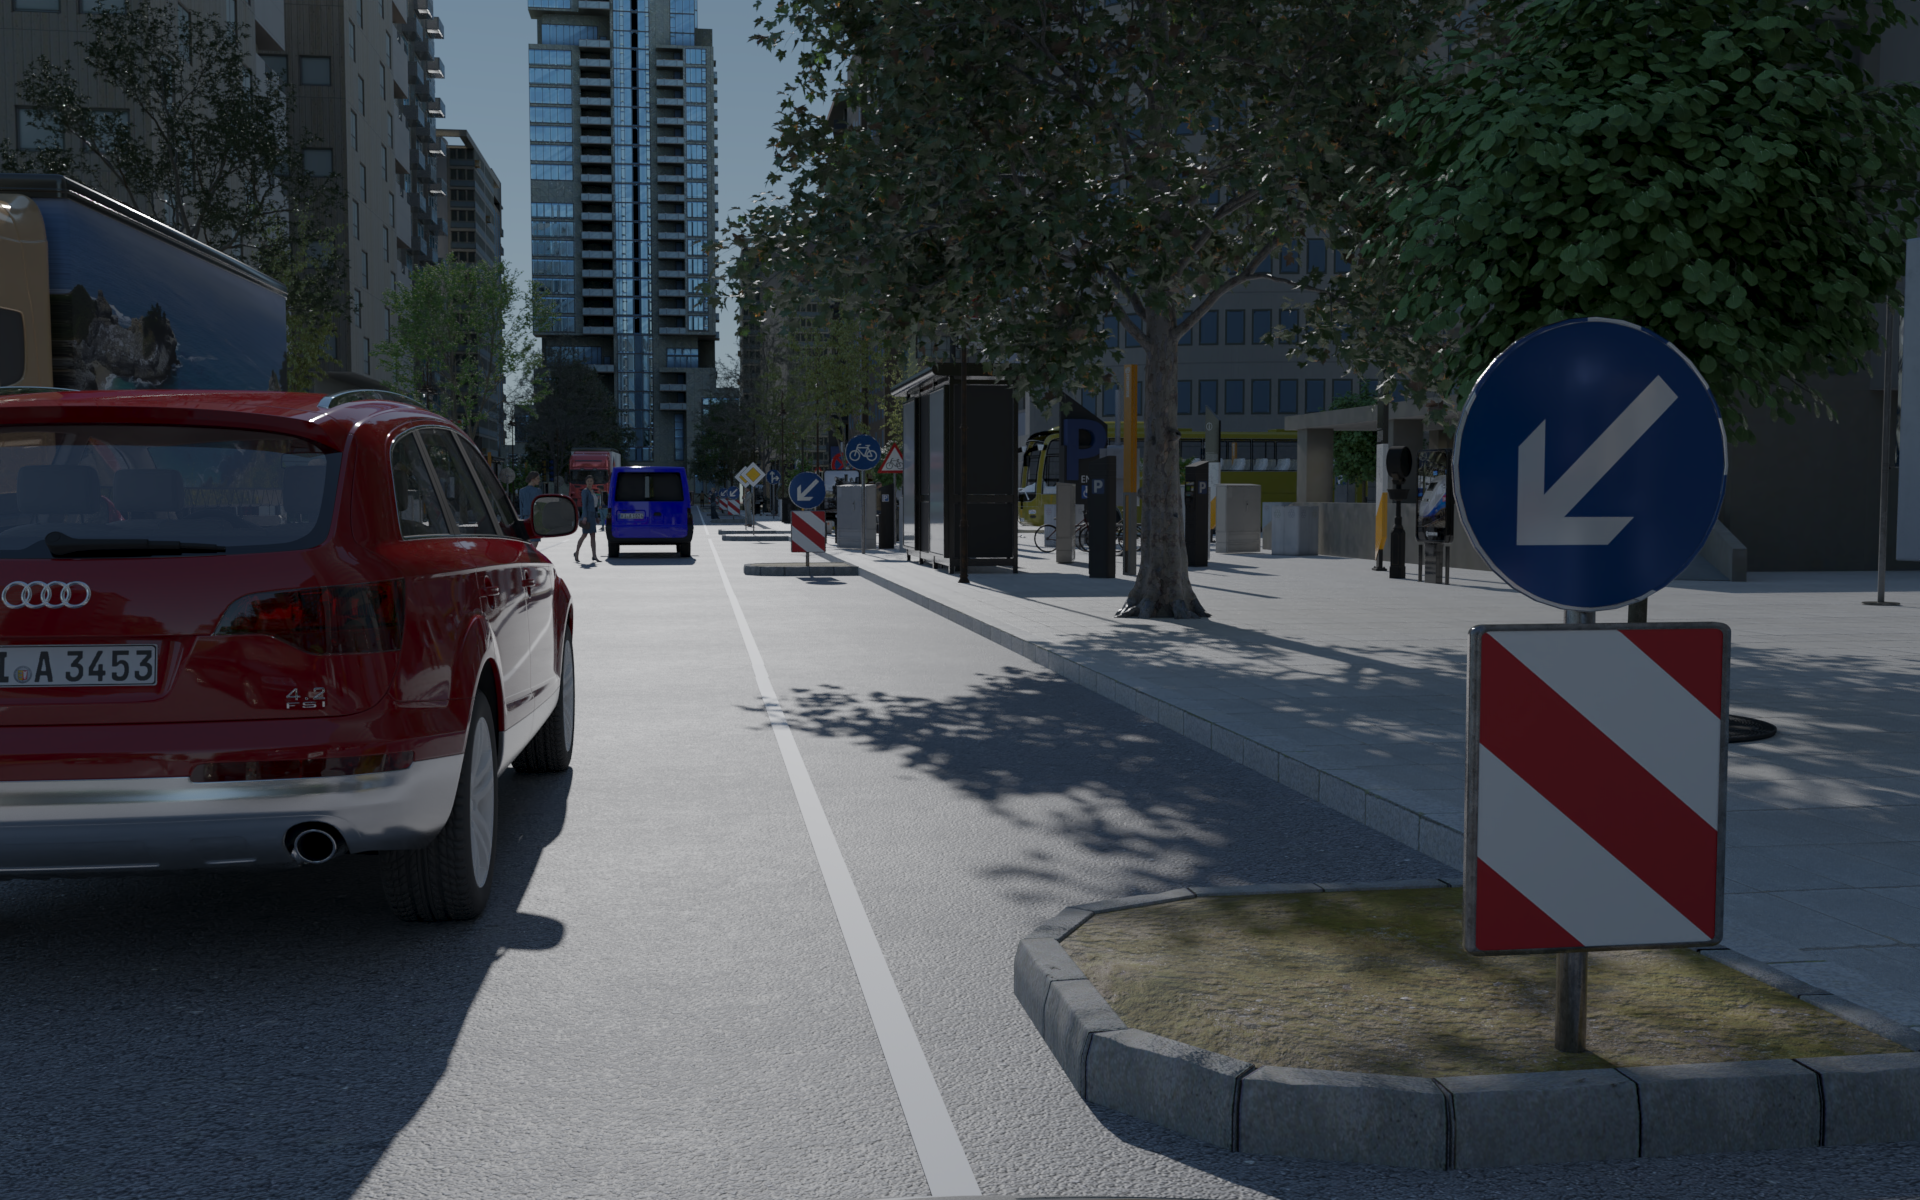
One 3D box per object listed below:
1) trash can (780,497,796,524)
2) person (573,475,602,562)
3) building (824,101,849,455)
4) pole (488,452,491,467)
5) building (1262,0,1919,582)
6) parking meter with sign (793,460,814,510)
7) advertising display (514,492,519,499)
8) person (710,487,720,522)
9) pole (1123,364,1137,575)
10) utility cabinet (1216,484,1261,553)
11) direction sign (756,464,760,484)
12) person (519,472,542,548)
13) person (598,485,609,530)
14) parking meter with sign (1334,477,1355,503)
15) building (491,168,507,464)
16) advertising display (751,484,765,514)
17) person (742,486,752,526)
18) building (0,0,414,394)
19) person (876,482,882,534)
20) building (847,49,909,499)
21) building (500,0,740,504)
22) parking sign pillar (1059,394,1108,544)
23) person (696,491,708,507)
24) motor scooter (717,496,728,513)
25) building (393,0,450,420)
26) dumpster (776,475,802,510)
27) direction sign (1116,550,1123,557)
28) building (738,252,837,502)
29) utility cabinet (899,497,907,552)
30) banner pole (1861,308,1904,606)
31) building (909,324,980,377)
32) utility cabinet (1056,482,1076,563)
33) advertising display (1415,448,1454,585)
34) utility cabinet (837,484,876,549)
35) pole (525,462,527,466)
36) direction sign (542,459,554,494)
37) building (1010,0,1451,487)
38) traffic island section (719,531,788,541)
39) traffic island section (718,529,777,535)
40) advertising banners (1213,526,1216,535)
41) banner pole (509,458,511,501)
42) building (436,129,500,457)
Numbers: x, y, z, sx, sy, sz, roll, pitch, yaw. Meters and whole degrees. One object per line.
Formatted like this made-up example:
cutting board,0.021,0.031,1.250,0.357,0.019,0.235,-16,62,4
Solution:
trash can,-7.458,-3.905,75.508,0.748,1.137,0.748,0,3,0
person,-7.832,-1.708,36.444,0.654,1.822,0.581,2,4,32
building,-3.345,-32.687,189.058,22.147,44.769,28.867,-1,4,-9
pole,-22.843,-5.524,84.156,0.158,3.312,0.155,0,3,0
building,23.990,-20.959,34.554,32.217,40.220,23.993,-1,4,-9
parking meter with sign,-7.395,-5.441,85.223,1.738,3.016,0.543,3,5,40
advertising display,-28.737,-6.596,113.054,0.123,1.923,0.974,2,4,28
person,-12.781,-4.964,90.087,0.534,1.772,0.576,-2,4,-35
pole,2.687,-2.049,27.345,0.158,3.312,0.155,0,3,0
utility cabinet,6.023,-1.757,37.403,1.173,1.500,0.318,-3,5,-42
direction sign,-15.241,-8.387,129.119,0.876,3.537,0.379,3,4,38
person,-7.439,-1.314,30.010,0.581,1.822,0.654,3,4,38
person,-14.211,-3.682,69.052,0.721,1.781,0.623,-3,5,-44
parking meter with sign,11.370,-3.364,51.261,0.543,3.016,1.738,2,4,33
building,-68.517,-35.506,230.641,14.200,45.320,14.600,-1,4,-9
advertising display,-12.944,-6.458,110.798,0.974,1.923,0.123,2,4,27
person,-9.483,-4.175,76.938,0.466,1.800,0.511,-2,4,-32
building,-51.879,-32.098,114.044,28.713,52.752,27.495,-1,4,-9
person,-2.722,-3.009,57.601,0.656,1.842,0.836,0,4,0
building,-3.273,-31.601,166.783,14.600,45.320,14.200,-1,4,-9
building,-46.316,-56.537,237.043,31.000,86.520,22.319,-1,4,-9
parking sign pillar,3.256,-3.463,45.092,1.447,3.967,1.447,-1,4,-16
person,-27.533,-10.782,184.876,1.348,1.812,0.705,-1,4,-14
motor scooter,-17.652,-7.099,128.839,0.815,1.314,1.986,0,4,-7
building,-55.795,-32.197,146.026,23.786,49.044,30.456,-1,4,-9
dumpster,-8.457,-5.175,87.111,1.502,2.255,1.985,-1,4,-9
direction sign,3.394,-2.663,35.532,0.379,3.537,0.876,0,4,4
building,-19.555,-33.979,247.438,23.993,40.220,32.217,-1,4,-9
utility cabinet,-0.926,-1.683,38.676,0.306,1.237,1.020,3,4,38
banner pole,10.873,-1.837,20.045,0.863,3.779,0.401,-2,4,-26
building,2.861,-27.361,130.947,14.154,41.232,14.086,-1,4,-9
utility cabinet,1.999,-1.456,32.492,0.318,1.500,1.173,0,4,7
advertising display,6.808,-1.201,24.848,0.123,1.923,0.974,-1,4,-11
utility cabinet,-2.406,-1.922,40.107,0.318,1.500,1.173,-3,4,-38
pole,-27.975,-7.212,111.752,0.158,3.312,0.155,0,3,0
direction sign,-26.497,-7.302,111.390,0.876,3.537,0.379,1,4,19
building,16.319,-33.139,83.825,28.212,58.520,21.231,-1,4,-9
traffic island section,-6.414,-1.942,54.030,2.009,0.180,2.903,-1,4,-9
traffic island section,-7.632,-2.425,61.922,2.009,0.180,2.903,-1,4,-9
advertising banners,7.311,-3.608,55.183,2.074,3.025,0.090,2,4,24
banner pole,-30.721,-7.876,118.782,0.401,3.779,0.863,1,4,11
building,-60.405,-29.752,178.330,23.993,40.220,32.217,-1,4,-9
